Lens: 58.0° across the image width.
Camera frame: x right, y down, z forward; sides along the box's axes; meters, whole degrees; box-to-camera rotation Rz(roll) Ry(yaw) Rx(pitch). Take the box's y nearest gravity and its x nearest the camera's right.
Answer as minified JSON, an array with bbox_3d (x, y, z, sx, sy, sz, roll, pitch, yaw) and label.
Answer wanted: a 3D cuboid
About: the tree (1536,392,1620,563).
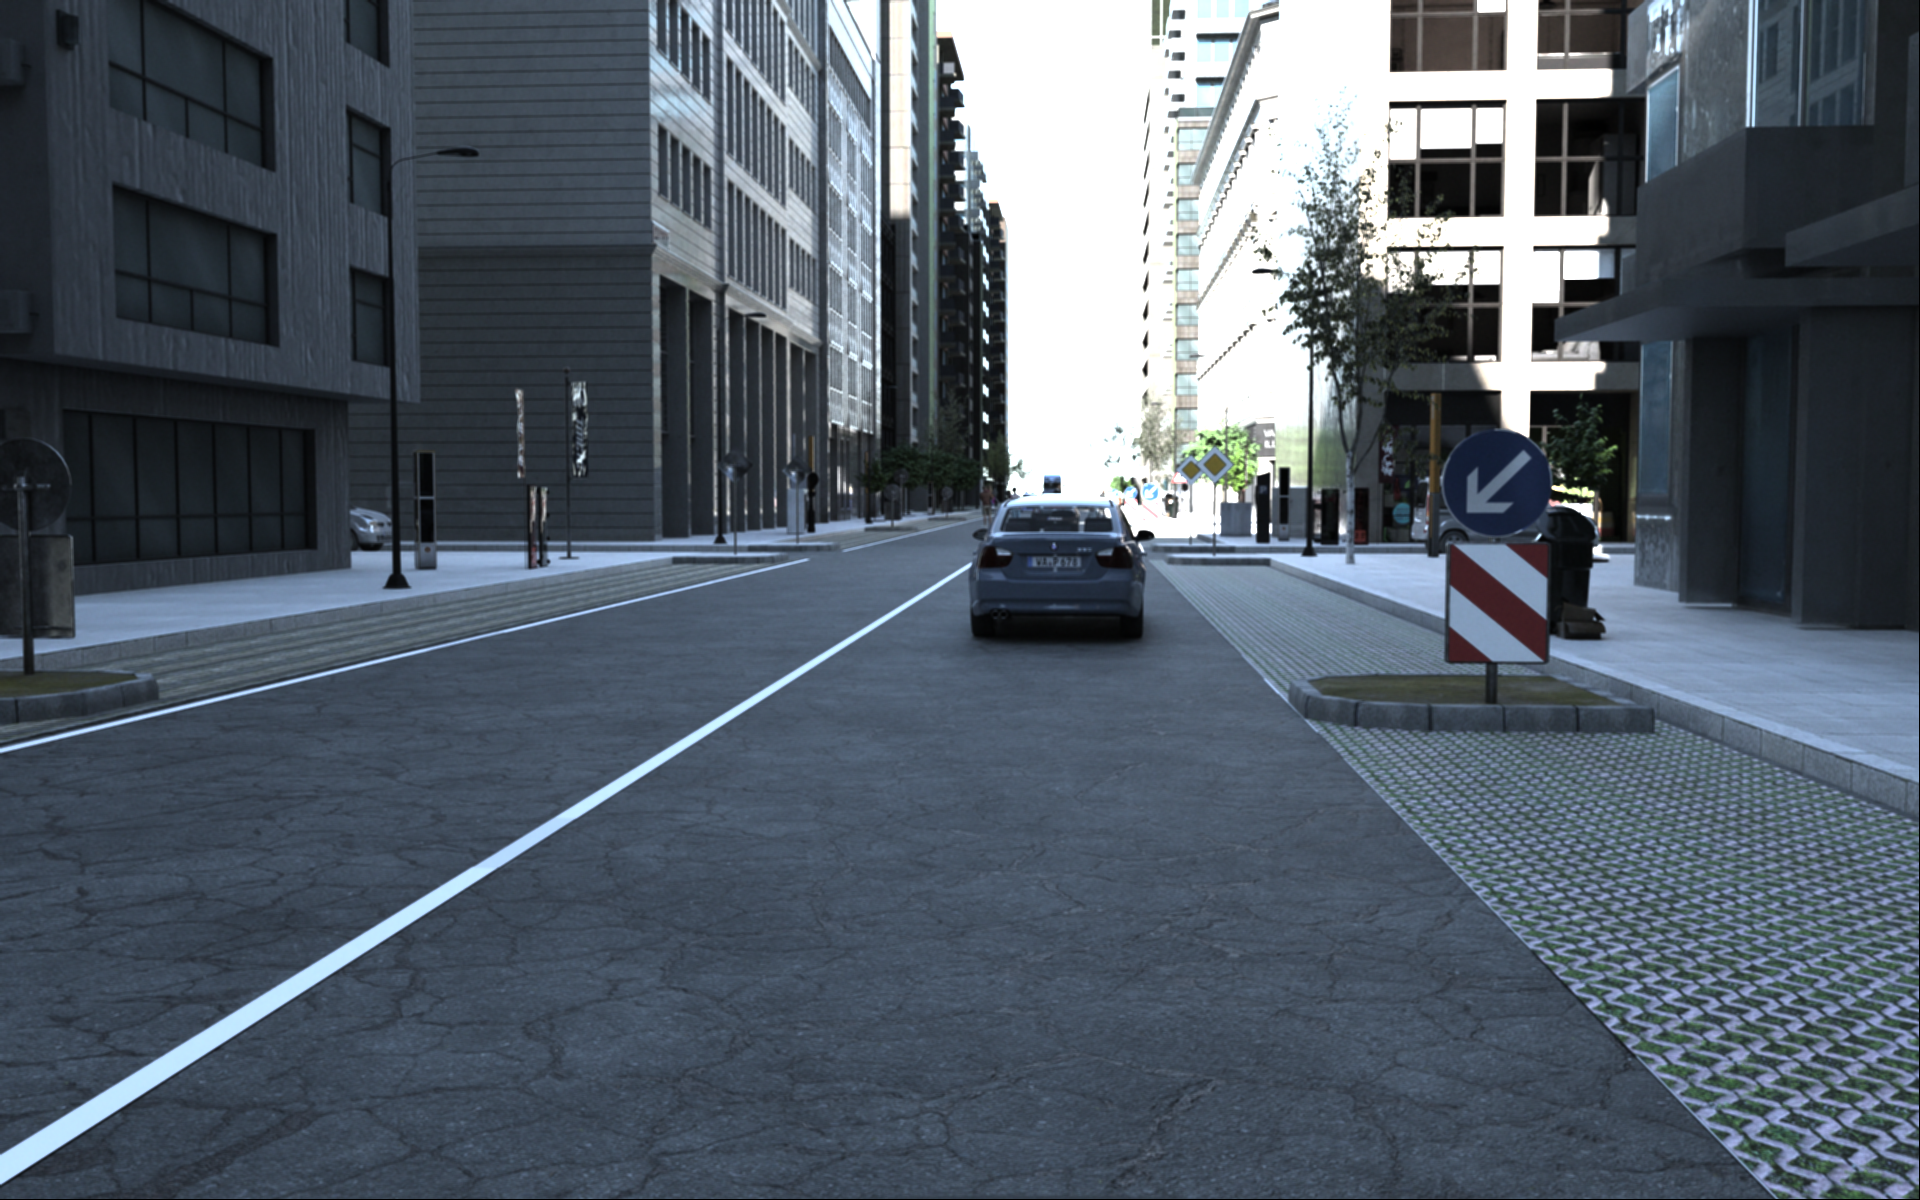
[{"bbox_3d":[11.845,-2.346,32.957,1.663,3.219,1.824,0,3,0],"label":"tree"}]

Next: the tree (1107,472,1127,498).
[{"bbox_3d":[23.848,-16.925,260.439,4.285,4.588,4.351,0,3,0],"label":"tree"}]

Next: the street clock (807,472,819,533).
[{"bbox_3d":[-4.958,-3.247,57.652,0.471,2.002,0.358,-3,5,-40],"label":"street clock"}]

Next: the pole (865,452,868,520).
[{"bbox_3d":[-4.483,-5.489,83.590,0.158,3.312,0.155,0,3,0],"label":"pole"}]

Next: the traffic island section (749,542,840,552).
[{"bbox_3d":[-4.203,-1.366,44.613,2.009,0.180,2.903,0,4,4],"label":"traffic island section"}]

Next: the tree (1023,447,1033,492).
[{"bbox_3d":[5.813,-16.016,212.224,4.737,8.622,4.395,0,3,0],"label":"tree"}]

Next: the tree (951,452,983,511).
[{"bbox_3d":[-1.650,-7.909,113.018,4.285,4.588,4.351,0,3,0],"label":"tree"}]

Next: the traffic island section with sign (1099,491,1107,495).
[{"bbox_3d":[12.621,-8.209,142.844,1.989,1.847,2.006,0,4,4],"label":"traffic island section with sign"}]

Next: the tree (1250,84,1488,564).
[{"bbox_3d":[7.196,-4.958,31.429,4.360,8.622,3.978,0,3,0],"label":"tree"}]

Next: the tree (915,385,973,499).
[{"bbox_3d":[-1.044,-10.234,117.680,4.360,8.622,3.978,0,3,0],"label":"tree"}]

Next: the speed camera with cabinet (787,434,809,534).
[{"bbox_3d":[-5.239,-3.773,56.029,0.660,3.252,2.038,0,4,-1],"label":"speed camera with cabinet"}]

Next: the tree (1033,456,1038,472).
[{"bbox_3d":[9.204,-18.730,256.589,4.737,8.622,4.395,0,3,0],"label":"tree"}]

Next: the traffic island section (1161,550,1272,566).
[{"bbox_3d":[5.292,-0.835,35.926,2.009,0.180,2.903,0,4,4],"label":"traffic island section"}]

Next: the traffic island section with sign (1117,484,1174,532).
[{"bbox_3d":[7.108,-3.501,65.868,1.989,1.847,2.006,0,4,4],"label":"traffic island section with sign"}]

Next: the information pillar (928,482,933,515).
[{"bbox_3d":[-1.809,-6.142,104.910,0.304,2.012,0.304,0,4,-1],"label":"information pillar"}]

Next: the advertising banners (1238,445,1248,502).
[{"bbox_3d":[9.995,-3.973,61.144,0.090,3.025,2.074,1,4,17],"label":"advertising banners"}]

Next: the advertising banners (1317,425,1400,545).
[{"bbox_3d":[10.035,-2.900,43.601,2.074,3.025,0.090,0,4,-4],"label":"advertising banners"}]

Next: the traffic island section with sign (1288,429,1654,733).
[{"bbox_3d":[3.210,-0.164,11.307,1.989,1.847,2.006,0,4,4],"label":"traffic island section with sign"}]

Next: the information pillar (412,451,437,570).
[{"bbox_3d":[-9.119,-1.530,29.506,0.304,2.012,0.304,-2,4,-31],"label":"information pillar"}]

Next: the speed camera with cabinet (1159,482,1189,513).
[{"bbox_3d":[14.346,-7.450,116.141,2.038,3.252,0.660,-2,4,-25],"label":"speed camera with cabinet"}]

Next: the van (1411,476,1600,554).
[{"bbox_3d":[12.556,-2.009,39.863,4.112,2.044,2.013,0,4,2],"label":"van"}]

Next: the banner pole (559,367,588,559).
[{"bbox_3d":[-7.573,-2.695,34.080,0.863,3.779,0.401,3,5,40],"label":"banner pole"}]

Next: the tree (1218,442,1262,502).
[{"bbox_3d":[10.292,-4.297,64.855,1.663,3.219,1.824,0,3,0],"label":"tree"}]

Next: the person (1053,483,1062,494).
[{"bbox_3d":[4.174,-3.950,72.449,0.474,1.900,0.648,-3,4,-37],"label":"person"}]

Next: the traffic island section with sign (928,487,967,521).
[{"bbox_3d":[-0.664,-5.230,94.135,1.989,1.847,2.006,0,4,4],"label":"traffic island section with sign"}]

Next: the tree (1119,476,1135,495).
[{"bbox_3d":[18.152,-11.700,185.888,1.663,3.219,1.824,0,3,0],"label":"tree"}]

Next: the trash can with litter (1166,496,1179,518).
[{"bbox_3d":[11.280,-4.965,92.567,0.624,1.170,1.055,-1,4,-17],"label":"trash can with litter"}]

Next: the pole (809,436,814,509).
[{"bbox_3d":[-5.230,-4.108,61.009,0.158,3.312,0.155,0,3,0],"label":"pole"}]

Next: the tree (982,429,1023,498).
[{"bbox_3d":[3.973,-14.930,194.465,4.737,8.622,4.395,0,3,0],"label":"tree"}]

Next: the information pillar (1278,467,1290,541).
[{"bbox_3d":[8.894,-2.632,47.522,0.304,2.012,0.304,1,4,11],"label":"information pillar"}]

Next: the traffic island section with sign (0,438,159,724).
[{"bbox_3d":[-6.571,-0.179,11.555,1.989,1.847,2.006,0,4,4],"label":"traffic island section with sign"}]

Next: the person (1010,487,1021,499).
[{"bbox_3d":[2.176,-3.542,67.254,0.563,1.720,0.643,-2,4,-35],"label":"person"}]

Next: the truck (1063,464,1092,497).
[{"bbox_3d":[11.330,-10.837,166.099,2.839,4.237,11.283,0,4,3],"label":"truck"}]

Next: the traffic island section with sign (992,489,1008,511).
[{"bbox_3d":[2.865,-8.245,143.441,1.989,1.847,2.006,0,4,4],"label":"traffic island section with sign"}]

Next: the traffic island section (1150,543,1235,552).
[{"bbox_3d":[5.862,-1.322,43.891,2.009,0.180,2.903,0,4,4],"label":"traffic island section"}]

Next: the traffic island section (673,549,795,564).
[{"bbox_3d":[-4.773,-0.879,36.649,2.009,0.180,2.903,0,4,4],"label":"traffic island section"}]

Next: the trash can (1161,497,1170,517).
[{"bbox_3d":[11.555,-5.217,96.957,0.748,1.137,0.748,0,3,0],"label":"trash can"}]

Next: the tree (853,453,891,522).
[{"bbox_3d":[-3.905,-5.292,81.125,1.663,3.219,1.824,0,3,0],"label":"tree"}]

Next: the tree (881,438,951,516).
[{"bbox_3d":[-3.194,-7.137,100.407,4.285,4.588,4.351,0,3,0],"label":"tree"}]

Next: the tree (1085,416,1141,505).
[{"bbox_3d":[19.276,-16.582,205.527,8.767,10.594,7.601,-3,5,-40],"label":"tree"}]

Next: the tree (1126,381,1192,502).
[{"bbox_3d":[12.799,-9.893,112.113,4.360,8.622,3.978,0,3,0],"label":"tree"}]

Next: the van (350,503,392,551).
[{"bbox_3d":[-15.926,-2.155,42.246,4.112,2.044,2.013,0,4,5],"label":"van"}]

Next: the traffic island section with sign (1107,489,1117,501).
[{"bbox_3d":[9.081,-5.181,93.336,1.989,1.847,2.006,0,4,4],"label":"traffic island section with sign"}]

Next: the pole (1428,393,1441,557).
[{"bbox_3d":[9.622,-2.524,35.110,0.158,3.312,0.155,0,3,0],"label":"pole"}]

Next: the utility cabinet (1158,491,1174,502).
[{"bbox_3d":[13.924,-6.652,117.440,1.173,1.500,0.318,2,4,28],"label":"utility cabinet"}]

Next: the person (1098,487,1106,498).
[{"bbox_3d":[8.542,-5.934,105.294,0.755,1.850,0.659,-1,4,-11],"label":"person"}]

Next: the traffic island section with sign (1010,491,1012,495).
[{"bbox_3d":[4.844,-9.935,171.063,1.989,1.847,2.006,0,4,4],"label":"traffic island section with sign"}]

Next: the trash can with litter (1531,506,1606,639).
[{"bbox_3d":[5.576,-0.262,15.669,0.624,1.170,1.055,0,4,-1],"label":"trash can with litter"}]

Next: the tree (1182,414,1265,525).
[{"bbox_3d":[10.843,-5.369,71.504,4.285,4.588,4.351,0,3,0],"label":"tree"}]

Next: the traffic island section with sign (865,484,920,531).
[{"bbox_3d":[-2.596,-3.575,67.075,1.989,1.847,2.006,0,4,4],"label":"traffic island section with sign"}]

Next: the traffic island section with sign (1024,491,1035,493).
[{"bbox_3d":[10.695,-14.932,252.771,1.989,1.847,2.006,0,4,4],"label":"traffic island section with sign"}]

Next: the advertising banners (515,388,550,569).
[{"bbox_3d":[-7.346,-2.052,29.730,0.090,3.025,2.074,0,4,0],"label":"advertising banners"}]

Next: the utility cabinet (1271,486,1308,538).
[{"bbox_3d":[9.642,-2.556,50.471,1.173,1.500,0.318,3,5,45],"label":"utility cabinet"}]

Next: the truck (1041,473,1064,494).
[{"bbox_3d":[12.103,-14.647,229.238,2.967,4.110,18.799,0,4,2],"label":"truck"}]

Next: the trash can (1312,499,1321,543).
[{"bbox_3d":[9.618,-2.095,45.904,0.748,1.137,0.748,0,3,0],"label":"trash can"}]
